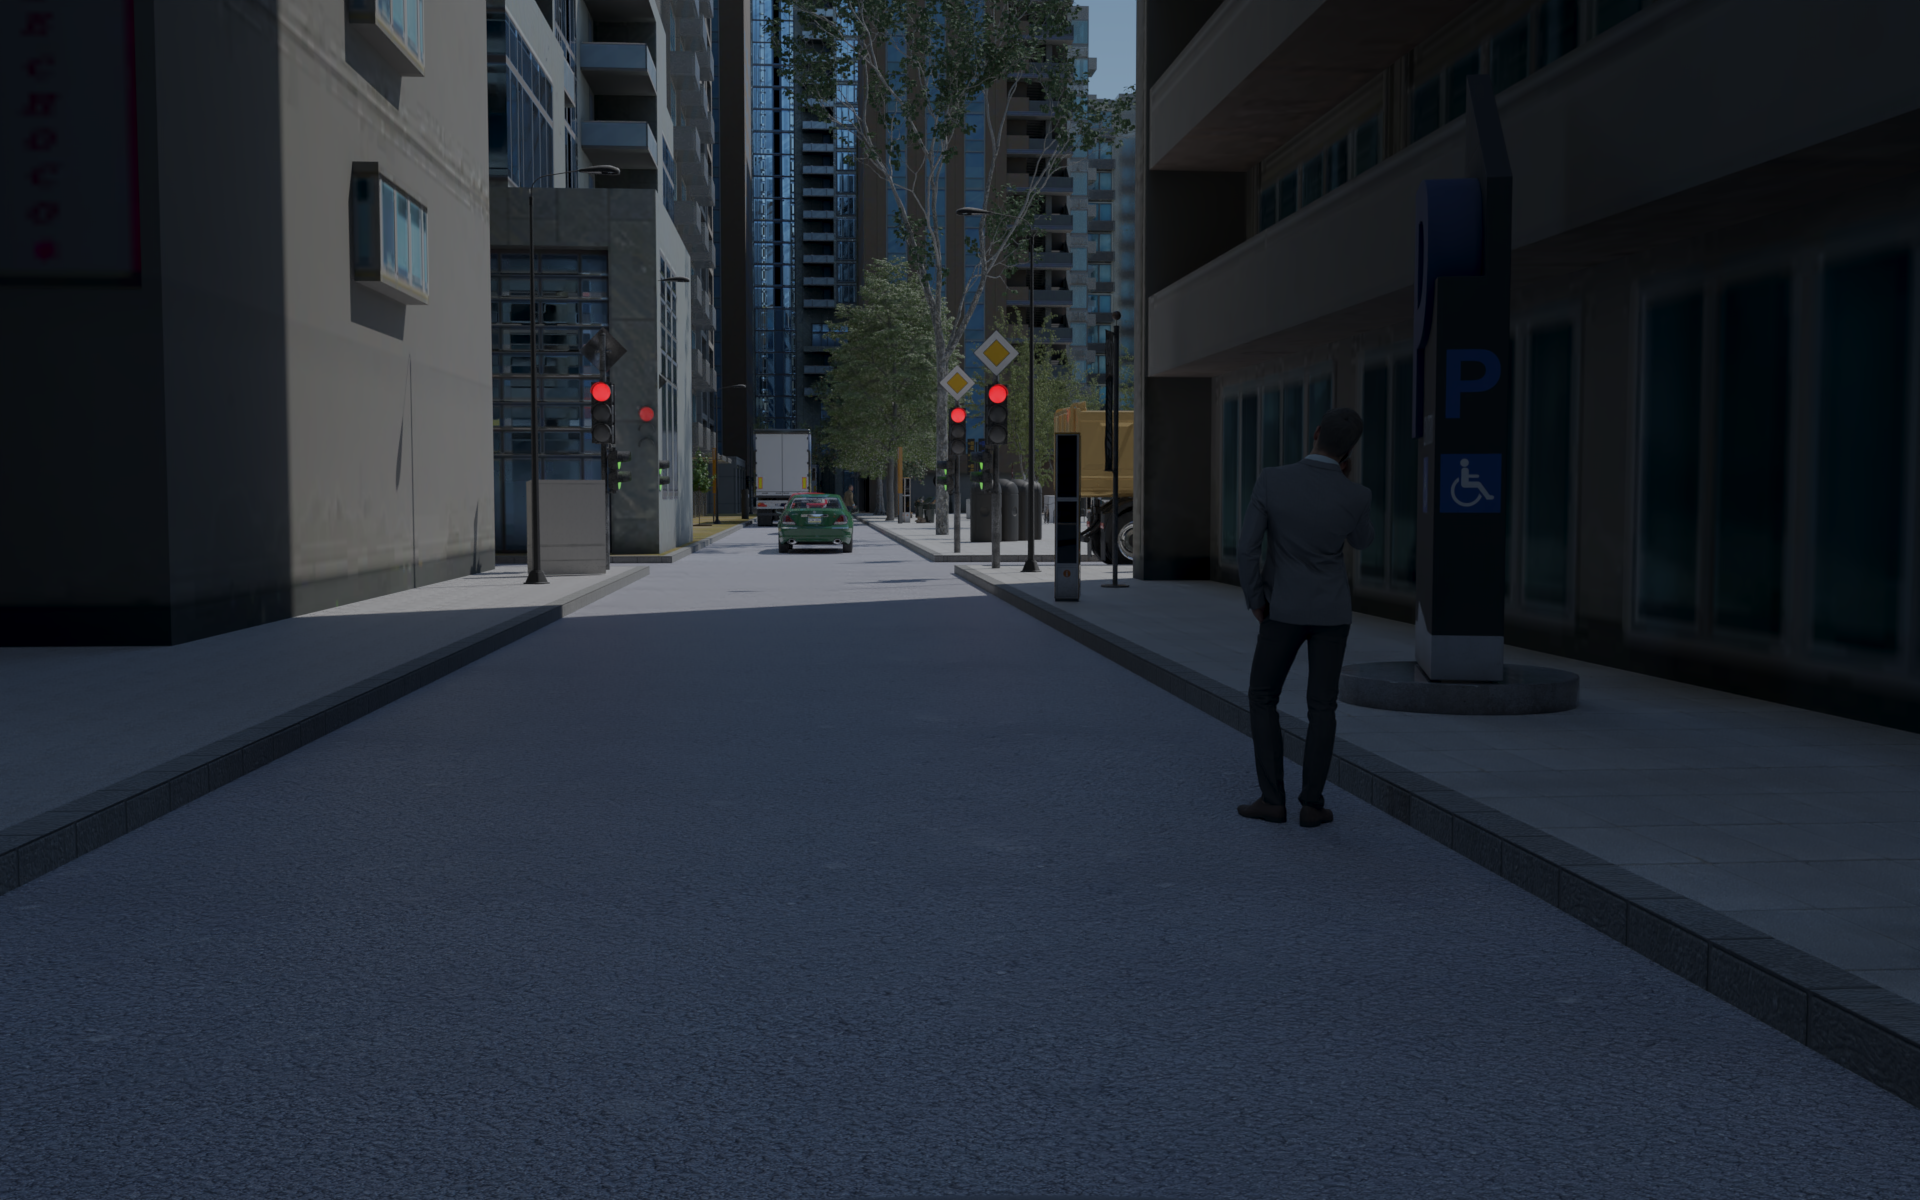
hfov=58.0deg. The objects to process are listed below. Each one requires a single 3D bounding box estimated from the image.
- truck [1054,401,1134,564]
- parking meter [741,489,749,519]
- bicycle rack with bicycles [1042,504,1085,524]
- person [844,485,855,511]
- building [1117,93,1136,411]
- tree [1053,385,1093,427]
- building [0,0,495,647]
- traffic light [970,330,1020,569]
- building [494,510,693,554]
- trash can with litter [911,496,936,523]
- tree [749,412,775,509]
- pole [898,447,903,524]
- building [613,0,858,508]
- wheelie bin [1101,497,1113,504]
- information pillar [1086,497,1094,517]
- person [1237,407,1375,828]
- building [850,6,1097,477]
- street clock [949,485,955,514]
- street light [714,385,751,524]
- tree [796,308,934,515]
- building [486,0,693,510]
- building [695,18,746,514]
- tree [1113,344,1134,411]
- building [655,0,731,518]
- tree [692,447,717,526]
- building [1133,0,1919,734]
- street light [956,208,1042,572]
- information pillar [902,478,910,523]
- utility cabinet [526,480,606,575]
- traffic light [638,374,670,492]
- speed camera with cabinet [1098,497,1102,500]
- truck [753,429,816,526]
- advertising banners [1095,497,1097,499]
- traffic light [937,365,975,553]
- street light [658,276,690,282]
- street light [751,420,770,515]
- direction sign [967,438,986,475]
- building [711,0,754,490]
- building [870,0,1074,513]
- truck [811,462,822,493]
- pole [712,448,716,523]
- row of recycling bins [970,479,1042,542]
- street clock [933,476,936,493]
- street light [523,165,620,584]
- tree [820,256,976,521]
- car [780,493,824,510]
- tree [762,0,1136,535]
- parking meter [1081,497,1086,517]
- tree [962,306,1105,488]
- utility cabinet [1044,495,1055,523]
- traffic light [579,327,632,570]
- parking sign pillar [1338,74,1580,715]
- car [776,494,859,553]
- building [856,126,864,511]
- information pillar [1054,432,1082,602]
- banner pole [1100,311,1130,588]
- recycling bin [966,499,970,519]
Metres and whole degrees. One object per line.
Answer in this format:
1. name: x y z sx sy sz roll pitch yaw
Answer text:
1. truck: 6.823 -2.311 33.703 9.791 3.379 3.469 0 4 -4
2. parking meter: -10.999 -4.908 88.652 0.372 1.533 0.369 0 3 0
3. bicycle rack with bicycles: 4.530 -4.093 80.301 2.852 0.926 2.925 -1 4 -21
4. person: -4.962 -4.240 77.742 0.656 1.842 0.836 1 4 20
5. building: 21.516 -36.116 210.108 30.456 49.044 23.786 0 4 -5
6. tree: 7.630 -9.862 111.606 4.360 8.622 3.978 0 3 0
7. building: -17.476 -24.027 16.550 21.600 48.544 21.300 0 4 -5
8. traffic light: 0.601 -2.499 29.785 0.839 4.253 0.868 0 4 -5
9. building: -18.862 -45.025 48.837 22.319 86.520 31.000 0 4 -5
10. trash can with litter: -1.466 -3.951 75.985 0.624 1.170 1.055 3 5 40
11. tree: -18.796 -12.809 159.791 4.737 8.622 4.395 0 3 0
12. pole: -2.595 -4.961 74.949 0.158 3.312 0.155 0 3 0
13. building: -23.579 -54.540 204.395 31.000 86.520 22.319 0 4 -5
14. wheelie bin: 5.567 -3.372 63.045 0.980 1.594 0.693 3 5 43
15. information pillar: 6.912 -5.355 92.053 0.304 2.012 0.304 2 4 27
16. person: 1.493 0.069 7.548 0.592 1.802 0.473 1 4 20
17. building: 0.977 -33.893 173.763 23.786 49.044 30.456 0 4 -5
18. street clock: -0.597 -6.607 112.590 0.471 2.002 0.358 -1 4 -15
19. street light: -9.799 -6.185 73.662 1.470 5.913 1.316 0 4 -5
20. tree: -4.922 -11.514 105.264 9.611 12.733 9.660 0 3 0
21. building: -35.319 -52.638 173.301 31.000 86.520 22.319 0 4 -5
22. building: -25.587 -41.702 120.080 20.563 71.187 20.611 0 4 -5
23. tree: 8.678 -7.981 80.849 4.737 8.622 4.395 0 3 0
24. building: -24.202 -28.668 88.322 23.786 49.044 30.456 0 4 -5
25. tree: -10.373 -4.579 69.464 1.663 3.219 1.824 0 3 0
26. building: 14.148 -23.962 15.481 21.300 48.544 21.600 0 4 -5
27. street light: 0.630 -3.410 28.294 1.470 5.913 1.316 0 4 -5
28. information pillar: -2.416 -4.459 77.397 0.304 2.012 0.304 -2 4 -30
29. utility cabinet: -6.199 -1.137 27.264 1.173 1.500 0.318 -2 4 -29
30. traffic light: -6.667 -2.951 37.163 0.839 4.253 0.868 0 4 -5
31. speed camera with cabinet: 6.406 -4.709 71.330 0.660 3.252 2.038 3 4 36
32. truck: -8.113 -5.584 80.214 2.839 4.237 11.283 0 4 -5
33. advertising banners: 8.173 -6.530 102.951 0.090 3.025 2.074 3 4 36
34. traffic light: -0.081 -2.986 37.741 0.839 4.253 0.868 0 4 -5
35. street light: -6.462 -3.947 37.072 1.470 5.913 1.316 0 4 -5
36. street light: -12.586 -8.322 108.610 1.470 5.913 1.316 0 4 -5
37. direction sign: 0.676 -4.809 70.624 0.876 3.537 0.379 2 4 33
38. building: -23.840 -29.868 138.455 14.600 45.320 14.200 0 4 -5
39. building: -0.092 -28.878 122.260 14.600 45.320 14.200 0 4 -5
40. truck: -13.973 -10.253 156.555 2.839 4.237 11.283 0 4 -4
41. pole: -10.827 -5.052 76.437 0.158 3.312 0.155 0 3 0
42. row of recycling bins: 1.330 -2.464 47.391 1.069 1.692 3.534 2 4 26
43. street clock: -0.745 -3.622 63.794 0.471 2.002 0.358 1 4 10
44. street light: -5.507 -3.184 24.597 1.470 5.913 1.316 0 4 -5
45. tree: -2.954 -10.083 82.989 7.486 12.596 7.792 0 3 0
46. car: -5.480 -3.296 62.922 2.155 1.783 4.494 0 4 -3
47. tree: 0.719 -12.057 53.029 12.611 20.169 13.585 0 3 0
48. parking meter: 7.029 -5.633 97.815 0.255 1.863 0.399 3 5 44
49. tree: 2.360 -7.125 66.851 4.737 8.622 4.395 0 3 0
50. utility cabinet: 4.150 -4.011 76.745 0.306 1.237 1.020 3 5 41
51. traffic light: -5.985 -2.464 29.207 0.839 4.253 0.868 0 4 -5
52. parking sign pillar: 3.075 -1.355 10.626 1.447 3.967 1.447 1 4 11
53. car: -3.604 -1.947 43.637 2.131 1.459 4.920 0 4 -3
54. building: -1.198 -22.330 136.797 14.160 30.474 14.107 0 4 -5
55. information pillar: 1.290 -0.992 20.713 0.304 2.012 0.304 0 4 7
56. banner pole: 2.065 -2.051 23.552 0.401 3.779 0.863 1 4 19
57. recycling bin: 0.784 -4.631 88.265 0.722 1.027 0.722 2 4 28
